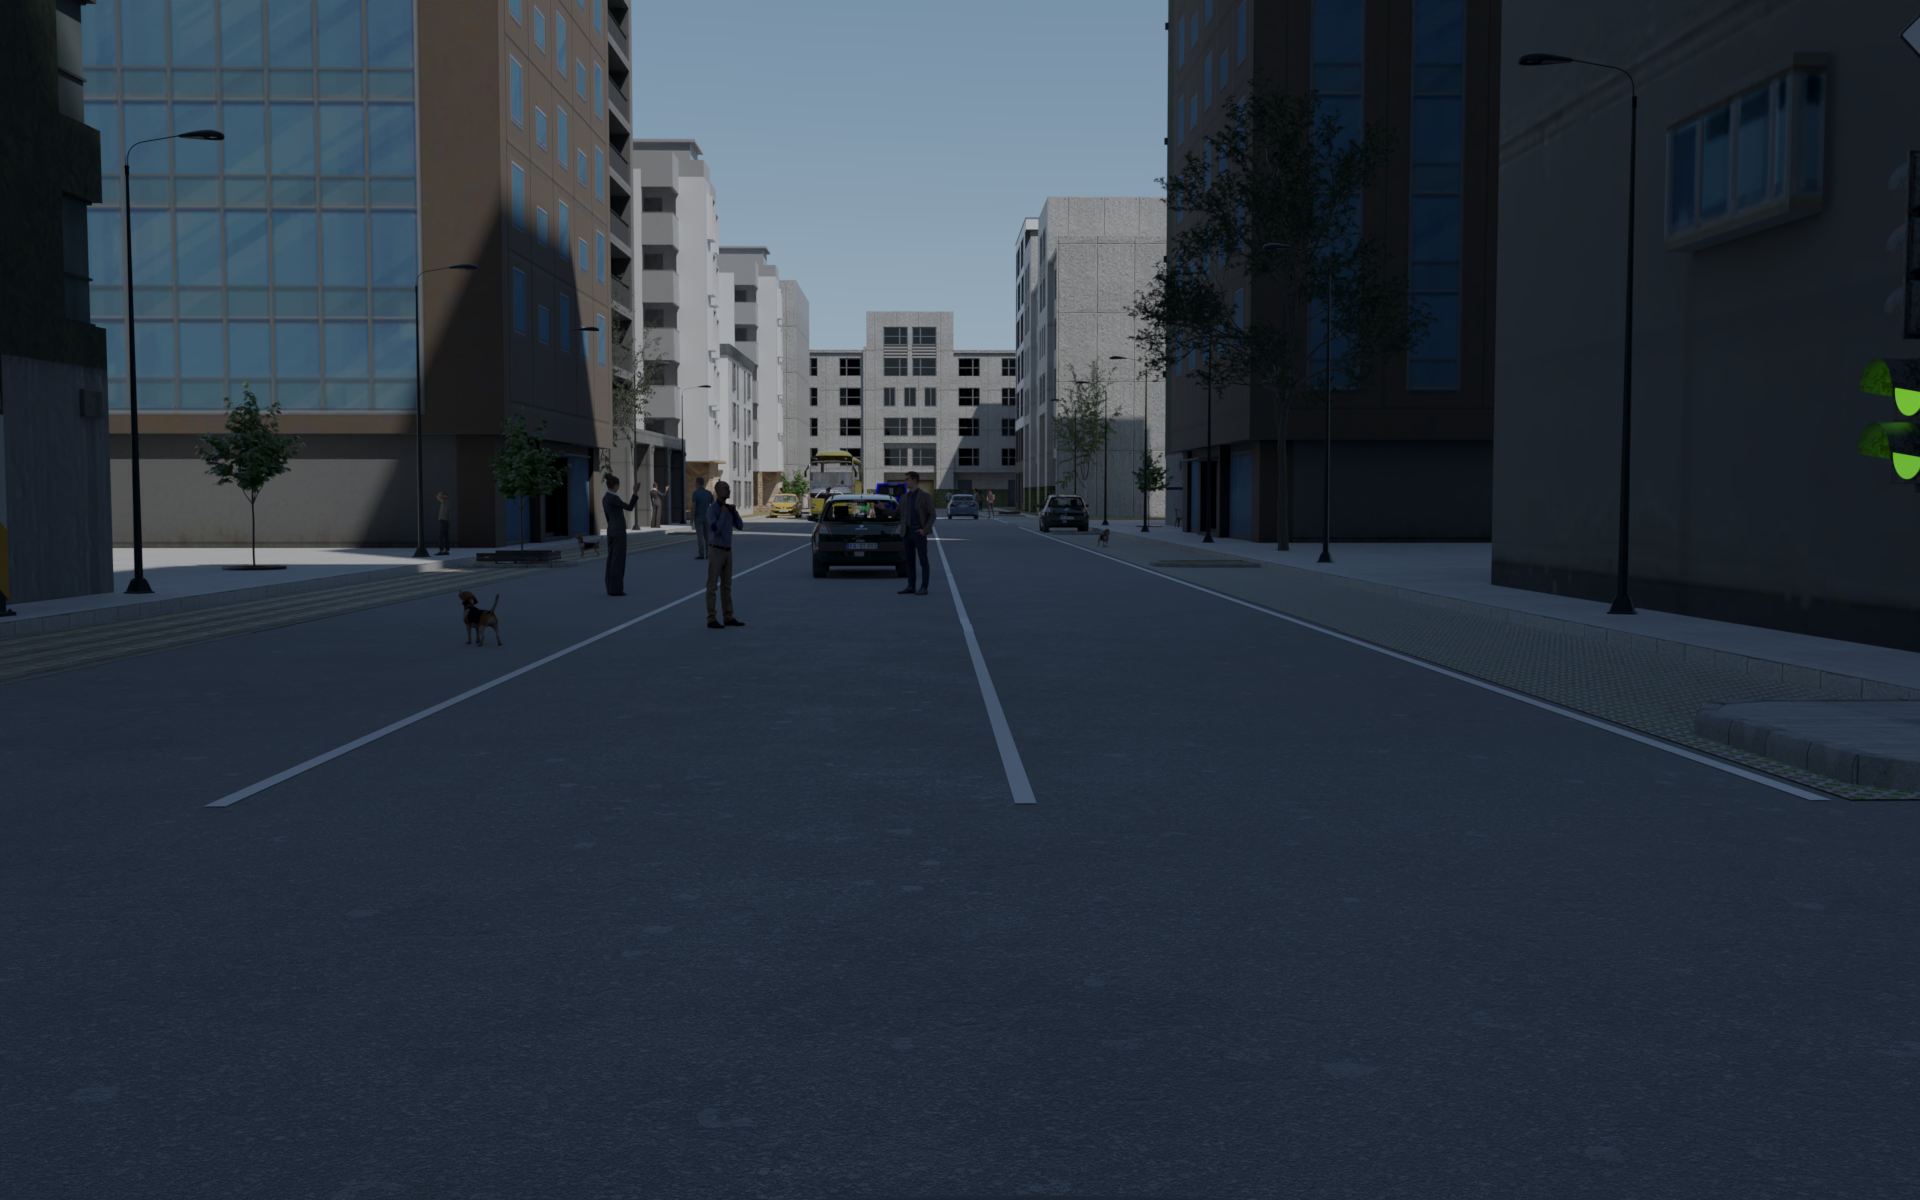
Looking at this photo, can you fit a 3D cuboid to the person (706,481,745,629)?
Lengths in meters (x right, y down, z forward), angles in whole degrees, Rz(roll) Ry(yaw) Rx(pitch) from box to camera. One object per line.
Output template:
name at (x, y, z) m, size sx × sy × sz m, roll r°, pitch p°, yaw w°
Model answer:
person at (-2.537, -0.493, 18.628) m, size 0.319 × 1.574 × 0.516 m, roll 2°, pitch 4°, yaw 33°

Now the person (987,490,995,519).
person at (1.776, -5.535, 100.469) m, size 0.415 × 1.643 × 0.593 m, roll 2°, pitch 4°, yaw 32°

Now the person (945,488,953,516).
person at (-0.640, -6.414, 113.451) m, size 0.705 × 1.814 × 1.350 m, roll -2°, pitch 4°, yaw -32°

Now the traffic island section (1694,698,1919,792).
traffic island section at (5.358, 0.788, 9.395) m, size 2.009 × 0.180 × 2.903 m, roll 0°, pitch 4°, yaw -1°

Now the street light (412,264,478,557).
street light at (-10.411, -3.823, 35.053) m, size 1.470 × 5.913 × 1.316 m, roll 0°, pitch 4°, yaw -1°

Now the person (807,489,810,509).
person at (-13.214, -8.841, 150.591) m, size 0.705 × 1.824 × 1.348 m, roll 0°, pitch 4°, yaw -6°

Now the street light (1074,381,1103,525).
street light at (5.448, -6.034, 71.203) m, size 1.470 × 5.913 × 1.316 m, roll 0°, pitch 4°, yaw -1°

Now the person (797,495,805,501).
person at (-13.389, -8.321, 142.807) m, size 1.217 × 1.735 × 0.721 m, roll 0°, pitch 4°, yaw -1°

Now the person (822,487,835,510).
person at (-5.440, -3.830, 71.923) m, size 0.445 × 1.727 × 0.742 m, roll 1°, pitch 4°, yaw 14°

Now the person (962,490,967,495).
person at (0.362, -8.232, 143.811) m, size 1.217 × 1.743 × 0.721 m, roll -2°, pitch 4°, yaw -23°

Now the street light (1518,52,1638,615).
street light at (6.564, -2.804, 18.394) m, size 1.470 × 5.913 × 1.316 m, roll 0°, pitch 4°, yaw -1°

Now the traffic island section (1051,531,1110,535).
traffic island section at (4.232, -2.357, 61.403) m, size 1.991 × 0.108 × 1.994 m, roll 0°, pitch 4°, yaw -1°

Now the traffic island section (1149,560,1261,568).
traffic island section at (4.807, -0.709, 34.466) m, size 1.991 × 0.108 × 1.994 m, roll 0°, pitch 4°, yaw -1°

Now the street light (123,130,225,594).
street light at (-10.076, -3.039, 22.227) m, size 1.470 × 5.913 × 1.316 m, roll 0°, pitch 4°, yaw -1°

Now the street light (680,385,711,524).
street light at (-11.290, -6.198, 73.880) m, size 1.470 × 5.913 × 1.316 m, roll 0°, pitch 4°, yaw -1°

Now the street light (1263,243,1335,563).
street light at (6.305, -3.652, 32.254) m, size 1.470 × 5.913 × 1.316 m, roll 0°, pitch 4°, yaw -1°

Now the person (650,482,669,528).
person at (-11.337, -3.580, 65.373) m, size 0.742 × 1.727 × 0.445 m, roll 0°, pitch 4°, yaw -4°

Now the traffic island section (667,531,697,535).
traffic island section at (-9.226, -2.352, 61.314) m, size 1.991 × 0.108 × 1.994 m, roll 0°, pitch 4°, yaw -1°

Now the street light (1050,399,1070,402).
street light at (5.087, -6.844, 84.439) m, size 1.470 × 5.913 × 1.316 m, roll 0°, pitch 4°, yaw -1°

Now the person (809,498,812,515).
person at (-9.169, -6.106, 109.266) m, size 0.756 × 1.711 × 0.436 m, roll -3°, pitch 5°, yaw -43°

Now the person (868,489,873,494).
person at (-6.487, -7.155, 125.491) m, size 1.348 × 1.824 × 0.705 m, roll 1°, pitch 4°, yaw 19°

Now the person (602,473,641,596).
person at (-4.732, -0.923, 24.386) m, size 0.742 × 1.727 × 0.445 m, roll 1°, pitch 4°, yaw 22°

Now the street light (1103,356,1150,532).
street light at (5.719, -5.250, 58.375) m, size 1.470 × 5.913 × 1.316 m, roll 0°, pitch 4°, yaw -1°

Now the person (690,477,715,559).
person at (-5.673, -1.801, 38.082) m, size 0.598 × 1.807 × 0.434 m, roll -2°, pitch 4°, yaw -30°

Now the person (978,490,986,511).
person at (1.820, -8.484, 147.926) m, size 0.721 × 1.735 × 1.217 m, roll -3°, pitch 5°, yaw -41°

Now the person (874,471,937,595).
person at (-0.778, -0.954, 24.623) m, size 0.750 × 1.759 × 0.617 m, roll -3°, pitch 4°, yaw -38°

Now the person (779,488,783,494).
person at (-12.534, -6.956, 120.490) m, size 0.721 × 1.735 × 1.217 m, roll 0°, pitch 4°, yaw 2°

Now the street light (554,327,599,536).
street light at (-10.714, -4.629, 48.225) m, size 1.470 × 5.913 × 1.316 m, roll 0°, pitch 4°, yaw -1°

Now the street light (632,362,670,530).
street light at (-10.903, -5.414, 61.054) m, size 1.470 × 5.913 × 1.316 m, roll 0°, pitch 4°, yaw -1°

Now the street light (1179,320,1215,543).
street light at (6.015, -4.465, 45.547) m, size 1.470 × 5.913 × 1.316 m, roll 0°, pitch 4°, yaw -1°

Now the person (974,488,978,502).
person at (1.034, -6.575, 115.998) m, size 0.705 × 1.824 × 1.348 m, roll 0°, pitch 4°, yaw 6°

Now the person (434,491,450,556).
person at (-10.854, -1.611, 36.295) m, size 0.340 × 1.345 × 0.435 m, roll -1°, pitch 4°, yaw -15°

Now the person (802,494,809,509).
person at (-13.136, -8.589, 147.142) m, size 0.621 × 1.740 × 0.551 m, roll 1°, pitch 4°, yaw 21°

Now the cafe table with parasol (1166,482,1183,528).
cafe table with parasol at (8.857, -3.635, 64.302) m, size 2.610 × 1.966 × 2.610 m, roll 0°, pitch 4°, yaw -7°
